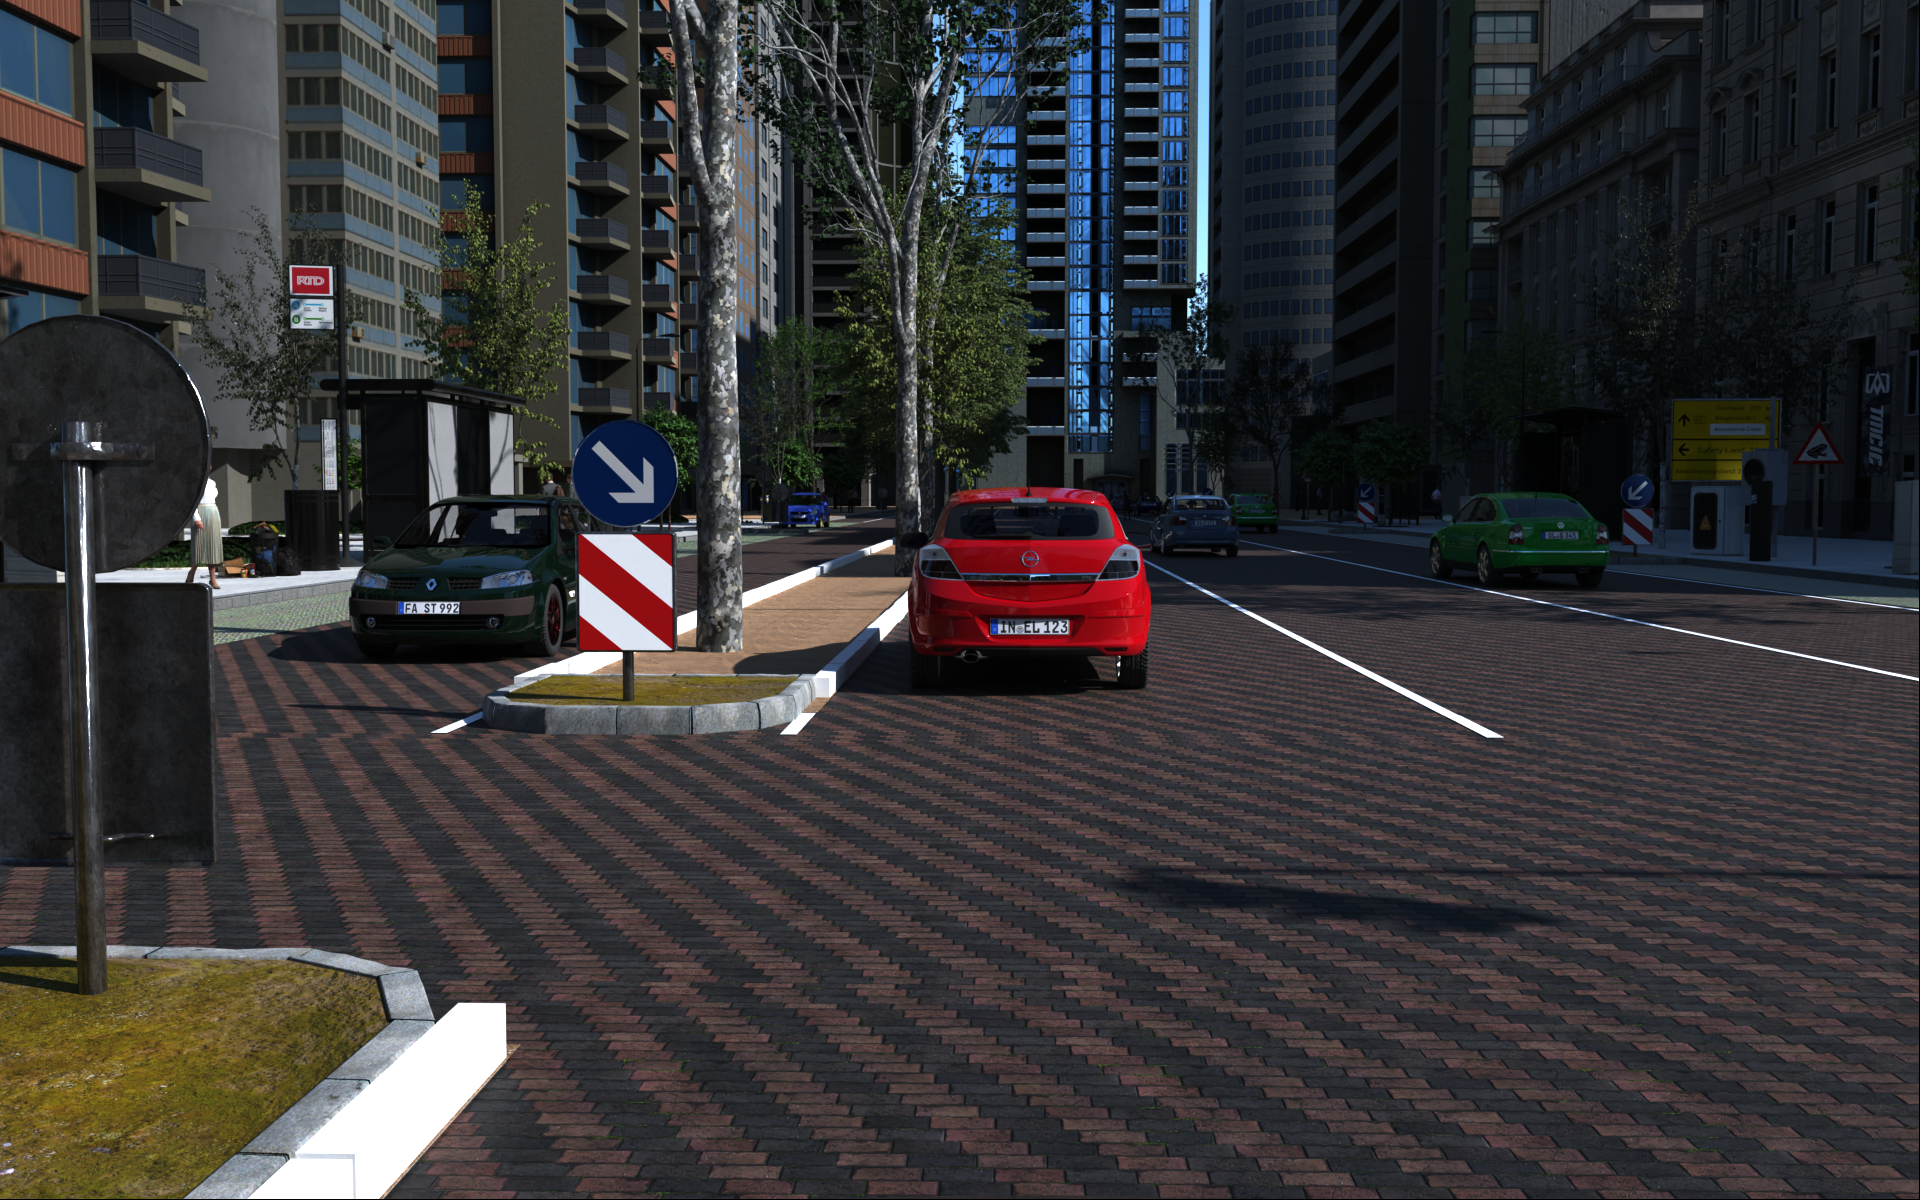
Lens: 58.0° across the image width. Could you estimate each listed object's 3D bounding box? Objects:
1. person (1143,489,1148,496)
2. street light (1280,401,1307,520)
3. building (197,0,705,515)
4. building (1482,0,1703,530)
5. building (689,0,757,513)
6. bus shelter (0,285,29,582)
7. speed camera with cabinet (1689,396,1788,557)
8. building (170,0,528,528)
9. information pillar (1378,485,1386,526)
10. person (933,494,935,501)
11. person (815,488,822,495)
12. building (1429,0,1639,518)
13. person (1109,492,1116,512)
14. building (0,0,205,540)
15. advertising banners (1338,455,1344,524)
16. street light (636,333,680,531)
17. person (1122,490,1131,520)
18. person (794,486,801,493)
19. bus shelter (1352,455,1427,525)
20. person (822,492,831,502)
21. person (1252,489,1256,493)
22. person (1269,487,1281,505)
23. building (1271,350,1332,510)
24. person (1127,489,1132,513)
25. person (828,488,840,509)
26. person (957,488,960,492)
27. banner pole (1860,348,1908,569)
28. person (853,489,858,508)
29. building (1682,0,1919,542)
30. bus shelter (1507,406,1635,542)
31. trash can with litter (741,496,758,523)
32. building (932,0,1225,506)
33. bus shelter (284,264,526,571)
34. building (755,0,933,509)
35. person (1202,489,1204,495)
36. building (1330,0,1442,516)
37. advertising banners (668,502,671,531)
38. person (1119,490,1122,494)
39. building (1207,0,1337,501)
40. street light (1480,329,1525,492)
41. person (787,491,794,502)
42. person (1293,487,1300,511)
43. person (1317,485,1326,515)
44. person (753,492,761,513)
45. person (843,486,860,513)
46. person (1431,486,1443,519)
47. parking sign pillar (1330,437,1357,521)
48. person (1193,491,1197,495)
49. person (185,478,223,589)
[{"bbox_3d":[14.757,-7.876,137.281,0.705,1.823,1.348,-1,4,-13],"label":"person"},{"bbox_3d":[16.582,-6.946,86.101,1.470,5.913,1.316,0,4,2],"label":"street light"},{"bbox_3d":[-27.013,-27.362,101.992,22.147,44.769,28.867,0,4,2],"label":"building"},{"bbox_3d":[31.881,-14.156,73.250,13.314,21.916,24.055,0,4,2],"label":"building"},{"bbox_3d":[-22.546,-28.966,123.707,14.600,45.320,14.200,0,4,2],"label":"building"},{"bbox_3d":[-11.722,-1.579,17.094,1.731,3.624,6.357,0,4,2],"label":"bus shelter"},{"bbox_3d":[16.054,-2.533,35.755,0.660,3.252,2.038,-1,4,-21],"label":"speed camera with cabinet"},{"bbox_3d":[-35.475,-23.188,71.002,32.217,40.220,23.993,0,4,2],"label":"building"},{"bbox_3d":[17.137,-4.027,70.333,0.304,2.012,0.304,1,4,18],"label":"information pillar"},{"bbox_3d":[-1.358,-5.690,101.502,0.705,1.831,1.348,3,4,36],"label":"person"},{"bbox_3d":[-12.028,-8.629,147.084,1.348,1.831,0.705,2,4,29],"label":"person"},{"bbox_3d":[32.768,-25.025,92.754,14.154,41.232,14.086,0,4,2],"label":"building"},{"bbox_3d":[12.501,-8.044,141.491,0.593,1.643,0.415,0,4,6],"label":"person"},{"bbox_3d":[-30.331,-23.345,36.324,22.147,44.769,28.867,0,4,2],"label":"building"},{"bbox_3d":[16.798,-4.892,76.179,0.090,3.025,2.074,1,4,17],"label":"advertising banners"},{"bbox_3d":[-8.783,-4.745,50.121,1.470,5.913,1.316,0,4,2],"label":"street light"},{"bbox_3d":[9.042,-5.150,94.166,0.415,1.643,0.593,2,4,34],"label":"person"},{"bbox_3d":[-11.293,-7.000,120.118,1.348,1.869,0.705,3,5,40],"label":"person"},{"bbox_3d":[18.262,-4.893,73.926,2.014,3.302,5.546,0,4,2],"label":"bus shelter"},{"bbox_3d":[-8.165,-5.834,104.650,0.991,1.433,0.599,3,5,42],"label":"person"},{"bbox_3d":[25.071,-8.613,147.578,1.217,1.735,0.721,-1,4,-13],"label":"person"},{"bbox_3d":[21.224,-6.743,117.002,1.217,1.736,0.721,-2,4,-28],"label":"person"},{"bbox_3d":[38.313,-50.313,135.283,22.319,86.520,31.000,0,4,2],"label":"building"},{"bbox_3d":[12.676,-7.397,129.522,0.705,1.814,1.350,1,4,12],"label":"person"},{"bbox_3d":[-10.541,-8.557,145.906,0.705,1.831,1.348,3,5,42],"label":"person"},{"bbox_3d":[-0.170,-5.240,94.620,0.568,1.767,0.683,2,4,26],"label":"person"},{"bbox_3d":[15.927,-2.433,29.802,0.863,3.779,0.401,1,4,15],"label":"banner pole"},{"bbox_3d":[-9.890,-9.464,161.720,0.756,1.711,0.436,0,4,-1],"label":"person"},{"bbox_3d":[30.845,-15.323,47.799,12.463,27.353,25.104,0,4,2],"label":"building"},{"bbox_3d":[17.294,-3.550,49.332,1.731,3.624,6.357,0,4,2],"label":"bus shelter"},{"bbox_3d":[-9.657,-3.987,76.253,1.678,1.210,2.233,-2,4,-23],"label":"trash can with litter"},{"bbox_3d":[12.213,-53.483,187.117,31.000,86.520,22.319,0,4,2],"label":"building"},{"bbox_3d":[-10.545,-3.384,32.959,2.179,5.291,8.768,0,4,2],"label":"bus shelter"},{"bbox_3d":[-13.636,-45.818,187.382,20.611,71.187,20.563,0,4,2],"label":"building"},{"bbox_3d":[19.370,-8.024,138.062,0.721,1.723,1.217,-1,4,-8],"label":"person"},{"bbox_3d":[36.487,-29.757,110.235,21.300,48.544,21.600,0,4,2],"label":"building"},{"bbox_3d":[-9.041,-3.523,53.792,0.090,3.025,2.074,0,4,-8],"label":"advertising banners"},{"bbox_3d":[14.688,-9.043,156.879,0.750,1.759,0.617,0,4,-3],"label":"person"},{"bbox_3d":[41.787,-39.417,186.470,28.212,58.520,21.231,0,4,2],"label":"building"},{"bbox_3d":[15.343,-4.672,48.936,1.470,5.913,1.316,0,4,2],"label":"street light"},{"bbox_3d":[-11.429,-6.741,116.268,1.348,1.823,0.705,2,4,31],"label":"person"},{"bbox_3d":[25.362,-7.605,130.355,0.705,1.831,1.348,2,4,25],"label":"person"},{"bbox_3d":[22.094,-6.103,105.698,0.599,1.838,0.709,1,4,22],"label":"person"},{"bbox_3d":[-13.614,-6.635,117.780,1.065,1.426,0.557,2,4,30],"label":"person"},{"bbox_3d":[-7.411,-6.828,117.683,1.348,1.823,0.705,2,4,25],"label":"person"},{"bbox_3d":[24.181,-4.931,87.599,0.436,1.711,0.756,-1,4,-14],"label":"person"},{"bbox_3d":[18.414,-5.790,83.134,1.447,3.967,1.447,-1,4,-20],"label":"parking sign pillar"},{"bbox_3d":[22.435,-9.570,165.911,0.436,1.711,0.756,-1,4,-13],"label":"person"},{"bbox_3d":[-10.264,-1.049,23.427,0.641,1.798,0.478,3,4,36],"label":"person"}]
